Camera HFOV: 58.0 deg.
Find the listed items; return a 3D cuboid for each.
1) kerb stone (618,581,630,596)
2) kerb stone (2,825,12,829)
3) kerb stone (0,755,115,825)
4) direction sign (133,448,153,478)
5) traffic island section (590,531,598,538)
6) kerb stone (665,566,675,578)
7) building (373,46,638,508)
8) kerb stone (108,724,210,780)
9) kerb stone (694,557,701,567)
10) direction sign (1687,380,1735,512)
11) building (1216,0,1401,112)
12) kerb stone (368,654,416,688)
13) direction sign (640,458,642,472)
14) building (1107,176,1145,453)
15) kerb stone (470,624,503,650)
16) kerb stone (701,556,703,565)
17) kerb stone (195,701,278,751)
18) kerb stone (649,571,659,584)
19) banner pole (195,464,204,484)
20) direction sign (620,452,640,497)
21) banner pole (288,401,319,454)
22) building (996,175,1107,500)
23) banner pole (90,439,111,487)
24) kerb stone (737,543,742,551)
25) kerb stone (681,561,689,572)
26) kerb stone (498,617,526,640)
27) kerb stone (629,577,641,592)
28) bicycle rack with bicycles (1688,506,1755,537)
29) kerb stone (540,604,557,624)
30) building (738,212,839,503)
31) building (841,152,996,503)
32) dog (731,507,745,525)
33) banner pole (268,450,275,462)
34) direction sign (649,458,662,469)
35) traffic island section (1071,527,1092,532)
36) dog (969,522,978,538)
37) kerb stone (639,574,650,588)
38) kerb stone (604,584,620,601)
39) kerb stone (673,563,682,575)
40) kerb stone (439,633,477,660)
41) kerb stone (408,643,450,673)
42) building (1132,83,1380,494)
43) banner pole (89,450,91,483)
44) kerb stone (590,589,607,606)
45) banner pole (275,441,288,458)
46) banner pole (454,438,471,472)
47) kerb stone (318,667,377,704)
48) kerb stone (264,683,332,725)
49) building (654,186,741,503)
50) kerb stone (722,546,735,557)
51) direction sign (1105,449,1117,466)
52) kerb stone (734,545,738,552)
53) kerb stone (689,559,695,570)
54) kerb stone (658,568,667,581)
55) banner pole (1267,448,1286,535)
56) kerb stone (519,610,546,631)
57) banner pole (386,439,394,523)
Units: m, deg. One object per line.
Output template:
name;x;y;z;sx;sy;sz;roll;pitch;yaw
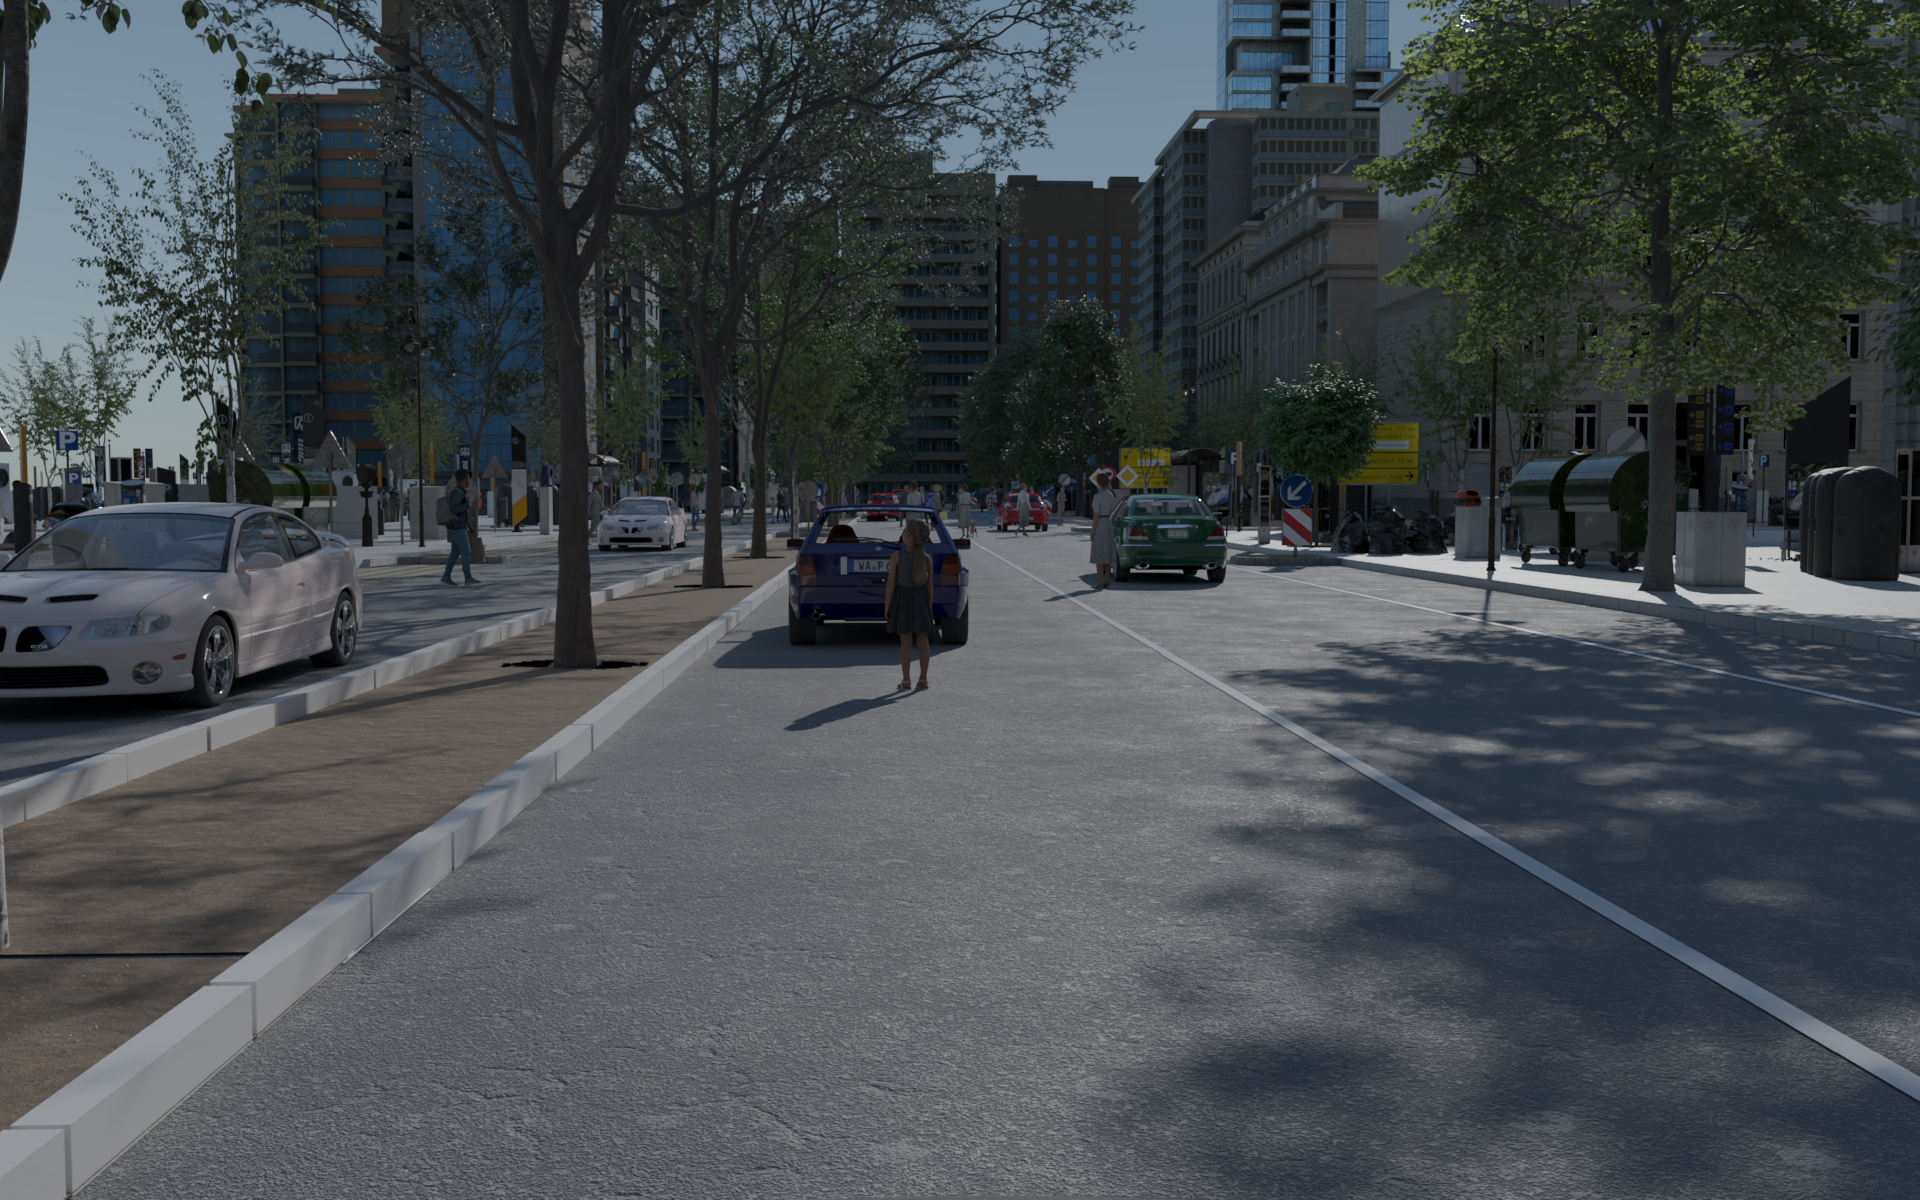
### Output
kerb stone;-4.824;-0.134;24.430;0.120;0.150;1.000;0;4;-2
kerb stone;-4.113;0.928;7.032;0.120;0.150;1.000;0;4;-2
kerb stone;-4.157;0.867;8.057;0.120;0.150;1.000;0;4;-2
direction sign;-40.407;-5.734;85.744;0.876;3.537;0.379;-2;4;-27
traffic island section;-11.619;-2.169;57.747;2.009;0.180;2.903;0;4;-2
kerb stone;-5.022;-0.449;29.544;0.120;0.150;1.000;0;4;-2
building;-43.236;-31.398;167.979;22.147;44.769;28.867;0;4;-2
kerb stone;-4.203;0.802;9.077;0.120;0.150;1.000;0;4;-2
kerb stone;-5.194;-0.698;33.644;0.120;0.150;1.000;0;4;-2
direction sign;15.040;-2.615;34.751;0.876;3.537;0.379;2;4;34
building;49.661;-57.360;250.503;31.000;86.520;22.319;0;4;-2
kerb stone;-4.353;0.552;13.174;0.120;0.150;1.000;0;4;-2
direction sign;-20.447;-7.221;110.063;0.876;3.537;0.379;1;4;12
building;26.649;-36.512;247.081;14.200;45.320;14.600;0;4;-2
kerb stone;-4.488;0.365;16.248;0.120;0.150;1.000;0;4;-2
kerb stone;-5.241;-0.760;34.665;0.120;0.150;1.000;0;4;-2
kerb stone;-4.233;0.741;10.099;0.120;0.150;1.000;0;4;-2
kerb stone;-4.946;-0.324;27.501;0.120;0.150;1.000;0;4;-2
banner pole;-54.207;-8.174;123.659;0.401;3.779;0.863;2;4;29
direction sign;-17.927;-6.208;93.490;0.876;3.537;0.379;-3;4;-38
banner pole;-17.475;-3.455;46.508;0.863;3.779;0.401;-2;4;-27
building;12.483;-36.444;245.967;14.200;45.320;14.600;0;4;-2
banner pole;-38.990;-5.440;78.964;0.863;3.779;0.401;-2;4;-27
kerb stone;-5.571;-1.261;42.867;0.120;0.150;1.000;0;4;-2
kerb stone;-5.108;-0.575;31.591;0.120;0.150;1.000;0;4;-2
kerb stone;-4.524;0.301;17.277;0.120;0.150;1.000;0;4;-2
kerb stone;-4.864;-0.194;25.455;0.120;0.150;1.000;0;4;-2
bicycle rack with bicycles;22.217;-2.322;51.352;2.852;0.926;2.925;3;4;37
kerb stone;-4.608;0.176;19.320;0.120;0.150;1.000;0;4;-2
building;-24.072;-34.304;244.457;14.086;41.232;14.154;0;4;-2
building;-6.042;-38.180;247.939;21.600;48.544;21.300;0;4;-2
dog;-10.402;-3.864;80.009;0.800;0.831;0.513;1;4;10
banner pole;-38.995;-6.631;98.438;0.863;3.779;0.401;0;4;6
direction sign;-19.251;-7.192;109.588;0.876;3.537;0.379;1;4;11
traffic island section;5.335;-2.700;66.419;2.009;0.180;2.903;0;4;-2
dog;0.441;-2.314;57.120;0.406;0.507;0.540;-2;4;-25
kerb stone;-4.906;-0.262;26.480;0.120;0.150;1.000;0;4;-2
kerb stone;-4.772;-0.074;23.406;0.120;0.150;1.000;0;4;-2
kerb stone;-5.066;-0.512;30.565;0.120;0.150;1.000;0;4;-2
kerb stone;-4.448;0.426;15.224;0.120;0.150;1.000;0;4;-2
kerb stone;-4.395;0.491;14.200;0.120;0.150;1.000;0;4;-2
building;32.827;-29.127;168.107;32.217;40.220;23.993;0;4;-2
banner pole;-41.702;-5.695;83.136;0.401;3.779;0.863;-2;4;-31
kerb stone;-4.735;-0.012;22.385;0.120;0.150;1.000;0;4;-2
banner pole;-28.043;-5.046;72.518;0.401;3.779;0.863;2;4;34
banner pole;-22.258;-5.344;77.395;0.863;3.779;0.401;-1;4;-17
kerb stone;-4.320;0.615;12.146;0.120;0.150;1.000;0;4;-2
kerb stone;-4.277;0.677;11.125;0.120;0.150;1.000;0;4;-2
building;-45.879;-36.285;247.885;28.867;44.769;22.147;0;4;-2
kerb stone;-5.478;-1.139;40.814;0.120;0.150;1.000;0;4;-2
direction sign;7.591;-5.799;86.803;0.876;3.537;0.379;-2;4;-34
kerb stone;-5.525;-1.201;41.834;0.120;0.150;1.000;0;4;-2
kerb stone;-5.154;-0.637;32.612;0.120;0.150;1.000;0;4;-2
kerb stone;-4.992;-0.387;28.522;0.120;0.150;1.000;0;4;-2
banner pole;9.810;-3.910;53.951;0.863;3.779;0.401;0;4;-5
kerb stone;-4.565;0.238;18.299;0.120;0.150;1.000;0;4;-2
banner pole;-25.645;-5.378;77.947;0.401;3.779;0.863;-3;5;-40
